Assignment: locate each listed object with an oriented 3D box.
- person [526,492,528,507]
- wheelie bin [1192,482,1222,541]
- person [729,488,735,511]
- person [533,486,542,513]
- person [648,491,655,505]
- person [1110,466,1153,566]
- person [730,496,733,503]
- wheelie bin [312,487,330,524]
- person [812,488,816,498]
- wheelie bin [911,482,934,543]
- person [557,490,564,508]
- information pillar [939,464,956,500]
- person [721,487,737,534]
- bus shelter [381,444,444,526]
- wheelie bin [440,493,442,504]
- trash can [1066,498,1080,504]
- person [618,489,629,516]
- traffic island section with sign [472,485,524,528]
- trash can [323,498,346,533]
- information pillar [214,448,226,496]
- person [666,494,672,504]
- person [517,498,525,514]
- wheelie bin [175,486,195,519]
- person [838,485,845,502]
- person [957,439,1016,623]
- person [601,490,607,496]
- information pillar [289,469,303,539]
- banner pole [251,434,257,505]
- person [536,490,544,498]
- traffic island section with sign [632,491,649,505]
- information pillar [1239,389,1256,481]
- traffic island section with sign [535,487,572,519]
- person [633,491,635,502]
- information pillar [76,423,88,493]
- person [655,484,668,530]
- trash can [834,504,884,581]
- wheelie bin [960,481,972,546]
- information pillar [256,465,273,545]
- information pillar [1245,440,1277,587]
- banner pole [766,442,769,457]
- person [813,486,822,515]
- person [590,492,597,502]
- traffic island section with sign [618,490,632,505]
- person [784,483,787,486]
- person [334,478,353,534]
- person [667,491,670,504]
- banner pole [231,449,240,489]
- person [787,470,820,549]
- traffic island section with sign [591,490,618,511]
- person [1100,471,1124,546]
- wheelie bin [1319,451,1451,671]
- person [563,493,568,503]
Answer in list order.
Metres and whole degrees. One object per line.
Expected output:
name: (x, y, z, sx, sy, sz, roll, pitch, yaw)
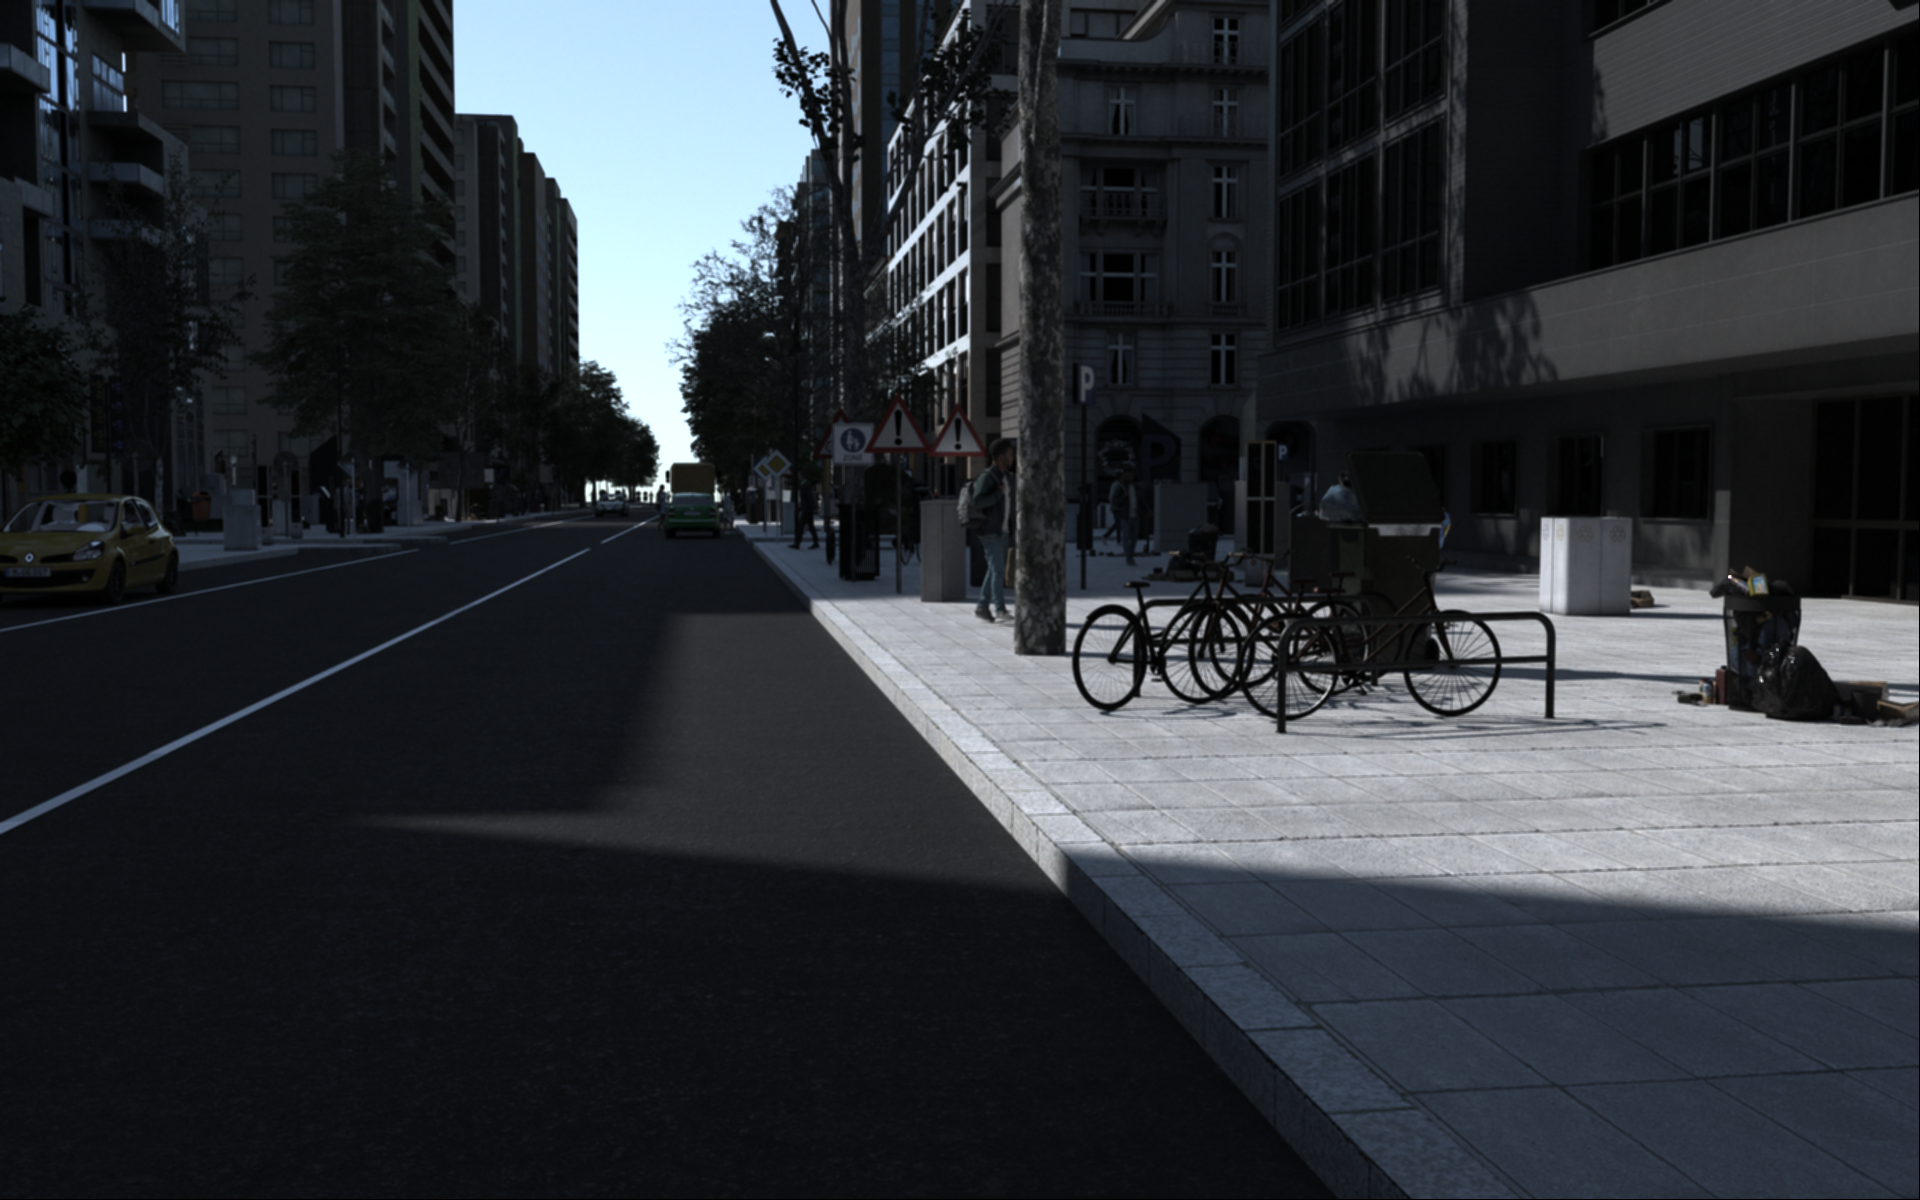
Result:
person: (-42.190, -9.848, 167.864, 0.742, 1.727, 0.445, 0, 4, 3)
wheelie bin: (6.517, -2.360, 46.497, 0.980, 1.594, 0.693, -1, 4, -11)
person: (-17.328, -7.652, 131.596, 0.568, 1.767, 0.683, 3, 4, 36)
person: (-28.443, -6.745, 116.504, 0.721, 1.800, 0.419, 2, 4, 28)
person: (-40.901, -13.502, 229.196, 1.348, 1.831, 0.705, 2, 4, 32)
person: (3.042, -1.511, 31.095, 0.623, 1.781, 0.721, -3, 4, -37)
person: (-19.006, -8.283, 144.699, 0.697, 1.427, 0.421, -1, 4, -15)
wheelie bin: (-27.075, -4.014, 73.541, 0.693, 1.594, 0.980, 0, 4, -4)
person: (-6.798, -4.403, 78.383, 0.623, 1.781, 0.721, 2, 4, 35)
wheelie bin: (-1.114, -2.296, 45.453, 0.980, 1.594, 0.693, -3, 4, -38)
person: (-37.120, -9.380, 160.111, 1.217, 1.736, 0.721, -3, 5, -43)
information pillar: (-0.295, -2.281, 41.783, 0.304, 2.012, 0.304, -3, 4, -37)
person: (-8.343, -3.221, 62.161, 0.522, 1.701, 0.512, 1, 4, 11)
bus shelter: (-23.030, -4.810, 72.569, 2.014, 3.302, 5.546, -1, 4, -8)
wheelie bin: (-32.785, -6.141, 108.320, 0.980, 1.594, 0.693, 3, 5, 44)
trash can: (4.037, -2.948, 59.857, 0.748, 1.137, 0.748, 0, 3, 0)
person: (-22.220, -6.456, 114.533, 0.782, 1.767, 0.515, 1, 4, 17)
traffic island section with sign: (-19.581, -3.963, 73.431, 1.989, 1.847, 2.006, -1, 4, -8)
trash can: (-20.549, -2.773, 56.984, 0.748, 1.137, 0.748, 0, 3, 0)
information pillar: (-37.889, -5.944, 88.541, 0.183, 3.616, 0.504, 2, 4, 35)
person: (-40.651, -14.103, 242.274, 0.799, 1.438, 0.628, -2, 4, -33)
person: (-28.202, -6.407, 111.221, 0.576, 1.772, 0.534, -1, 4, -9)
wheelie bin: (-31.965, -3.892, 71.547, 0.693, 1.594, 0.980, 2, 4, 28)
person: (-6.548, -5.511, 96.336, 0.419, 1.800, 0.721, 3, 5, 44)
person: (0.402, -0.678, 17.116, 0.713, 1.824, 0.794, 3, 5, 44)
person: (-30.366, -8.531, 148.436, 0.683, 1.767, 0.568, -2, 4, -31)
information pillar: (-19.112, -2.775, 49.869, 0.304, 2.012, 0.304, -1, 4, -14)
banner pole: (-29.400, -5.025, 72.179, 0.401, 3.779, 0.863, -1, 4, -9)
person: (-34.368, -8.189, 140.749, 1.217, 1.723, 0.721, 1, 4, 14)
traffic island section with sign: (-42.779, -13.590, 230.822, 1.989, 1.847, 2.006, -1, 4, -8)
information pillar: (6.416, -2.893, 38.650, 0.504, 3.616, 0.183, -3, 5, -44)
traffic island section with sign: (-23.548, -5.607, 100.306, 1.989, 1.847, 2.006, -1, 4, -8)
person: (-51.720, -16.378, 274.507, 1.217, 1.739, 0.721, 0, 4, 8)
information pillar: (-24.742, -3.513, 48.789, 0.504, 3.616, 0.183, 3, 5, 40)
person: (-11.716, -3.626, 67.877, 0.616, 1.811, 0.778, -3, 4, -38)
trash can: (-1.501, -0.868, 25.842, 0.748, 1.137, 0.748, 0, 3, 0)
wheelie bin: (0.120, -2.135, 42.817, 0.693, 1.594, 0.980, -3, 5, -41)
information pillar: (-17.388, -2.374, 43.307, 0.304, 2.012, 0.304, 0, 4, -7)
information pillar: (4.154, -1.189, 23.940, 0.304, 2.012, 0.304, -3, 5, -43)
banner pole: (-9.208, -5.679, 82.875, 0.401, 3.779, 0.863, 0, 4, -2)
person: (-8.727, -6.100, 106.137, 0.532, 1.782, 0.716, -2, 4, -31)
person: (-47.142, -13.160, 222.038, 1.217, 1.723, 0.721, 1, 4, 11)
traffic island section with sign: (-34.788, -10.274, 176.611, 1.989, 1.847, 2.006, -1, 4, -8)
person: (-8.664, -4.927, 86.369, 0.755, 1.850, 0.659, 3, 5, 44)
person: (-19.434, -2.958, 54.688, 0.678, 1.792, 0.850, -1, 4, -11)
person: (-37.955, -13.282, 225.642, 0.705, 1.826, 1.348, -1, 4, -11)
banner pole: (-40.327, -6.514, 96.519, 0.863, 3.779, 0.401, 2, 4, 26)
person: (-3.645, -2.110, 40.311, 0.755, 1.850, 0.659, 0, 4, 1)
traffic island section with sign: (-30.859, -8.643, 149.943, 1.989, 1.847, 2.006, -1, 4, -8)
person: (3.820, -2.266, 42.939, 0.795, 1.843, 0.661, 2, 4, 25)
wheelie bin: (3.084, -0.296, 12.748, 0.980, 1.594, 0.693, -1, 4, -14)
person: (-52.366, -13.507, 230.075, 0.799, 1.438, 0.628, -2, 4, -27)
